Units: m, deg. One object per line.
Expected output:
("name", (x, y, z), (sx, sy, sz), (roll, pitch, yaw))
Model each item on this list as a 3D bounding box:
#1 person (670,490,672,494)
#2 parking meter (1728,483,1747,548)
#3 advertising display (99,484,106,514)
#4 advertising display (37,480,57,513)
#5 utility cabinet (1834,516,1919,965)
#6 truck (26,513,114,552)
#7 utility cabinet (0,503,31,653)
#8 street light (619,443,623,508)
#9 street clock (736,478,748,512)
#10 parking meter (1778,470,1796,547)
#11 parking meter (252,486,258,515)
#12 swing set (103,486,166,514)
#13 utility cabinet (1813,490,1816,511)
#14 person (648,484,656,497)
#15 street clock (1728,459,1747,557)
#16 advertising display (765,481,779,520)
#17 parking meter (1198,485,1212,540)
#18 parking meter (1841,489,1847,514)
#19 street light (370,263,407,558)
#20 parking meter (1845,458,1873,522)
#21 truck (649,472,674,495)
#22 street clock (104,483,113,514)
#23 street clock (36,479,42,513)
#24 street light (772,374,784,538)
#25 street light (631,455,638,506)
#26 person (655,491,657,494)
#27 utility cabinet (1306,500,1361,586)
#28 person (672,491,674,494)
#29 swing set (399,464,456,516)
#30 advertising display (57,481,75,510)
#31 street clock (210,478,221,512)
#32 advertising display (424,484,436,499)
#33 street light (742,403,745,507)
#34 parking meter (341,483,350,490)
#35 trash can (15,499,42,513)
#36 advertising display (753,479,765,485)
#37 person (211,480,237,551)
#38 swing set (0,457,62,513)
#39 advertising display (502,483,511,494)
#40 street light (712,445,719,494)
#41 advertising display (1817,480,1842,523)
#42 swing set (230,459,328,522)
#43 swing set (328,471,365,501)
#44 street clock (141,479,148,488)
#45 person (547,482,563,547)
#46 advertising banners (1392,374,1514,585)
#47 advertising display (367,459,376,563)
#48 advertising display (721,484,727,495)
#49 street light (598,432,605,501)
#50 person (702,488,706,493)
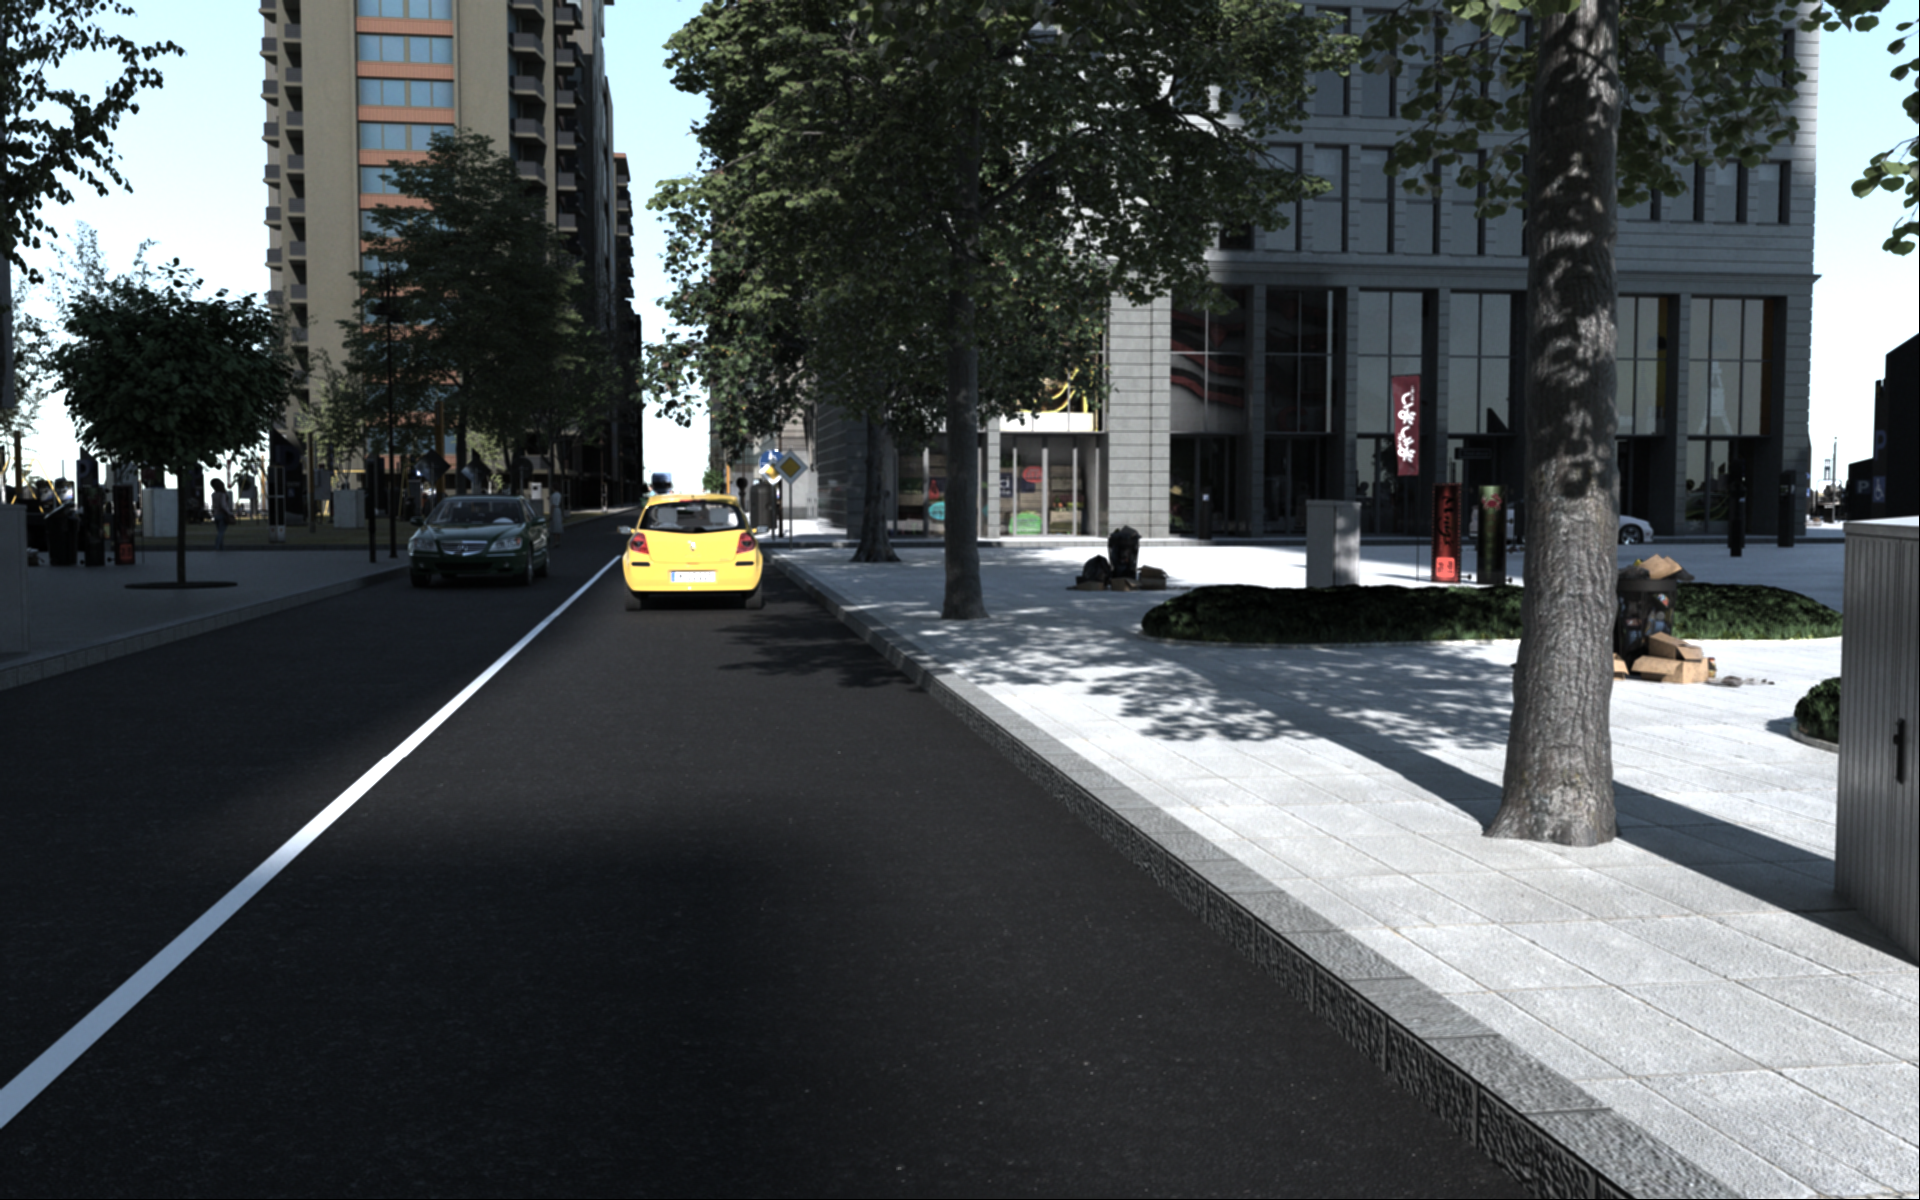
("person", (-24.405, -8.391, 146.217), (0.617, 1.759, 0.750), (0, 4, -6))
("parking meter", (18.466, -2.003, 41.162), (0.372, 1.533, 0.369), (0, 3, 0))
("advertising display", (-55.722, -6.553, 112.352), (0.123, 1.923, 0.974), (1, 4, 9))
("advertising display", (-42.700, -4.627, 80.866), (0.123, 1.923, 0.974), (1, 4, 9))
("utility cabinet", (2.843, 0.373, 5.065), (0.306, 1.237, 1.020), (1, 4, 14))
("truck", (-29.603, -3.068, 39.924), (18.799, 4.110, 2.967), (-1, 4, -10))
("utility cabinet", (-7.954, -0.198, 14.406), (0.306, 1.237, 1.020), (-2, 4, -34))
("street light", (-30.714, -11.281, 157.238), (0.468, 5.910, 1.993), (-1, 4, -9))
("street clock", (-9.542, -4.359, 75.842), (0.471, 2.002, 0.358), (2, 4, 34))
("parking meter", (19.998, -2.213, 41.896), (0.399, 1.863, 0.255), (-3, 5, -41))
("parking meter", (-43.205, -6.136, 106.034), (0.399, 1.863, 0.255), (0, 4, 3))
("swing set", (-48.824, -6.431, 102.770), (2.862, 2.851, 3.119), (1, 4, 22))
("utility cabinet", (52.516, -5.910, 105.305), (0.318, 1.500, 1.173), (-3, 5, -39))
("person", (-12.174, -3.704, 69.086), (0.620, 1.820, 0.660), (0, 4, -7))
("street clock", (15.939, -1.893, 35.514), (0.358, 2.002, 0.471), (2, 4, 32))
("advertising display", (-9.279, -4.896, 85.267), (0.974, 1.923, 0.123), (-3, 4, -37))
("parking meter", (6.885, -2.459, 48.609), (0.372, 1.533, 0.369), (0, 3, 0))
("parking meter", (47.250, -5.140, 92.442), (0.372, 1.533, 0.369), (0, 3, 0))
("street light", (-11.439, -3.792, 34.792), (0.468, 5.910, 1.993), (-1, 4, -9))
("parking meter", (14.432, -1.350, 27.792), (0.399, 1.863, 0.255), (1, 4, 15))
("truck", (-37.784, -14.118, 220.588), (2.967, 4.110, 18.799), (-1, 4, -8))
("street clock", (-44.521, -5.271, 90.743), (0.471, 2.002, 0.358), (0, 4, 1))
("street clock", (-45.280, -4.939, 85.320), (0.471, 2.002, 0.358), (-2, 4, -25))
("street light", (-5.270, -4.770, 50.782), (0.468, 5.910, 1.993), (-1, 4, -9))
("street light", (-36.441, -13.481, 193.208), (0.468, 5.910, 1.993), (-1, 4, -9))
("person", (-30.304, -9.972, 172.479), (0.756, 1.711, 0.436), (2, 4, 25))
("utility cabinet", (3.970, -0.445, 18.438), (0.306, 1.237, 1.020), (0, 4, -5))
("person", (-30.097, -10.623, 182.634), (0.568, 1.767, 0.683), (1, 4, 17))
("swing set", (-27.704, -5.687, 90.606), (3.119, 2.851, 2.862), (0, 4, -4))
("advertising display", (-42.940, -4.767, 83.147), (0.974, 1.923, 0.123), (1, 4, 13))
("street clock", (-33.442, -4.486, 77.910), (0.471, 2.002, 0.358), (-3, 4, -38))
("advertising display", (-35.393, -6.747, 115.533), (0.974, 1.923, 0.123), (0, 4, 1))
("street light", (-10.751, -6.924, 86.001), (0.468, 5.910, 1.993), (-1, 4, -9))
("parking meter", (-31.052, -5.002, 87.487), (0.255, 1.863, 0.399), (3, 5, 44))
("trash can", (-28.453, -2.525, 52.932), (0.748, 1.137, 0.748), (0, 3, 0))
("advertising display", (-8.433, -4.093, 72.129), (0.123, 1.923, 0.974), (-1, 4, -23))
("person", (-16.936, -1.868, 39.636), (0.593, 1.750, 0.643), (2, 4, 29))
("swing set", (-40.367, -4.712, 74.668), (2.862, 2.851, 3.119), (-1, 4, -10))
("advertising display", (-27.249, -6.074, 104.528), (0.974, 1.923, 0.123), (2, 4, 30))
("street light", (-22.627, -11.529, 161.284), (0.468, 5.910, 1.993), (-1, 4, -9))
("advertising display", (38.821, -4.414, 77.376), (0.974, 1.923, 0.123), (2, 4, 34))
("swing set", (-31.084, -4.957, 78.666), (3.119, 2.851, 2.862), (1, 4, 20))
("swing set", (-40.488, -7.254, 116.226), (3.119, 2.851, 2.862), (0, 4, 7))
("street clock", (-28.453, -3.442, 60.849), (0.471, 2.002, 0.358), (-3, 5, -44))
("person", (-10.945, -2.294, 46.573), (0.524, 1.755, 0.480), (1, 4, 12))
("advertising banners", (7.023, -1.754, 24.860), (0.090, 3.025, 2.074), (-3, 4, -39))
("advertising display", (-11.087, -1.678, 32.648), (0.123, 1.923, 0.974), (-1, 4, -19))
("advertising display", (-16.160, -6.995, 119.585), (0.123, 1.923, 0.974), (-1, 4, -21))
("street light", (-25.242, -9.134, 122.126), (0.468, 5.910, 1.993), (-1, 4, -9))
("person", (-14.974, -5.632, 100.770), (0.473, 1.802, 0.592), (2, 4, 34))
